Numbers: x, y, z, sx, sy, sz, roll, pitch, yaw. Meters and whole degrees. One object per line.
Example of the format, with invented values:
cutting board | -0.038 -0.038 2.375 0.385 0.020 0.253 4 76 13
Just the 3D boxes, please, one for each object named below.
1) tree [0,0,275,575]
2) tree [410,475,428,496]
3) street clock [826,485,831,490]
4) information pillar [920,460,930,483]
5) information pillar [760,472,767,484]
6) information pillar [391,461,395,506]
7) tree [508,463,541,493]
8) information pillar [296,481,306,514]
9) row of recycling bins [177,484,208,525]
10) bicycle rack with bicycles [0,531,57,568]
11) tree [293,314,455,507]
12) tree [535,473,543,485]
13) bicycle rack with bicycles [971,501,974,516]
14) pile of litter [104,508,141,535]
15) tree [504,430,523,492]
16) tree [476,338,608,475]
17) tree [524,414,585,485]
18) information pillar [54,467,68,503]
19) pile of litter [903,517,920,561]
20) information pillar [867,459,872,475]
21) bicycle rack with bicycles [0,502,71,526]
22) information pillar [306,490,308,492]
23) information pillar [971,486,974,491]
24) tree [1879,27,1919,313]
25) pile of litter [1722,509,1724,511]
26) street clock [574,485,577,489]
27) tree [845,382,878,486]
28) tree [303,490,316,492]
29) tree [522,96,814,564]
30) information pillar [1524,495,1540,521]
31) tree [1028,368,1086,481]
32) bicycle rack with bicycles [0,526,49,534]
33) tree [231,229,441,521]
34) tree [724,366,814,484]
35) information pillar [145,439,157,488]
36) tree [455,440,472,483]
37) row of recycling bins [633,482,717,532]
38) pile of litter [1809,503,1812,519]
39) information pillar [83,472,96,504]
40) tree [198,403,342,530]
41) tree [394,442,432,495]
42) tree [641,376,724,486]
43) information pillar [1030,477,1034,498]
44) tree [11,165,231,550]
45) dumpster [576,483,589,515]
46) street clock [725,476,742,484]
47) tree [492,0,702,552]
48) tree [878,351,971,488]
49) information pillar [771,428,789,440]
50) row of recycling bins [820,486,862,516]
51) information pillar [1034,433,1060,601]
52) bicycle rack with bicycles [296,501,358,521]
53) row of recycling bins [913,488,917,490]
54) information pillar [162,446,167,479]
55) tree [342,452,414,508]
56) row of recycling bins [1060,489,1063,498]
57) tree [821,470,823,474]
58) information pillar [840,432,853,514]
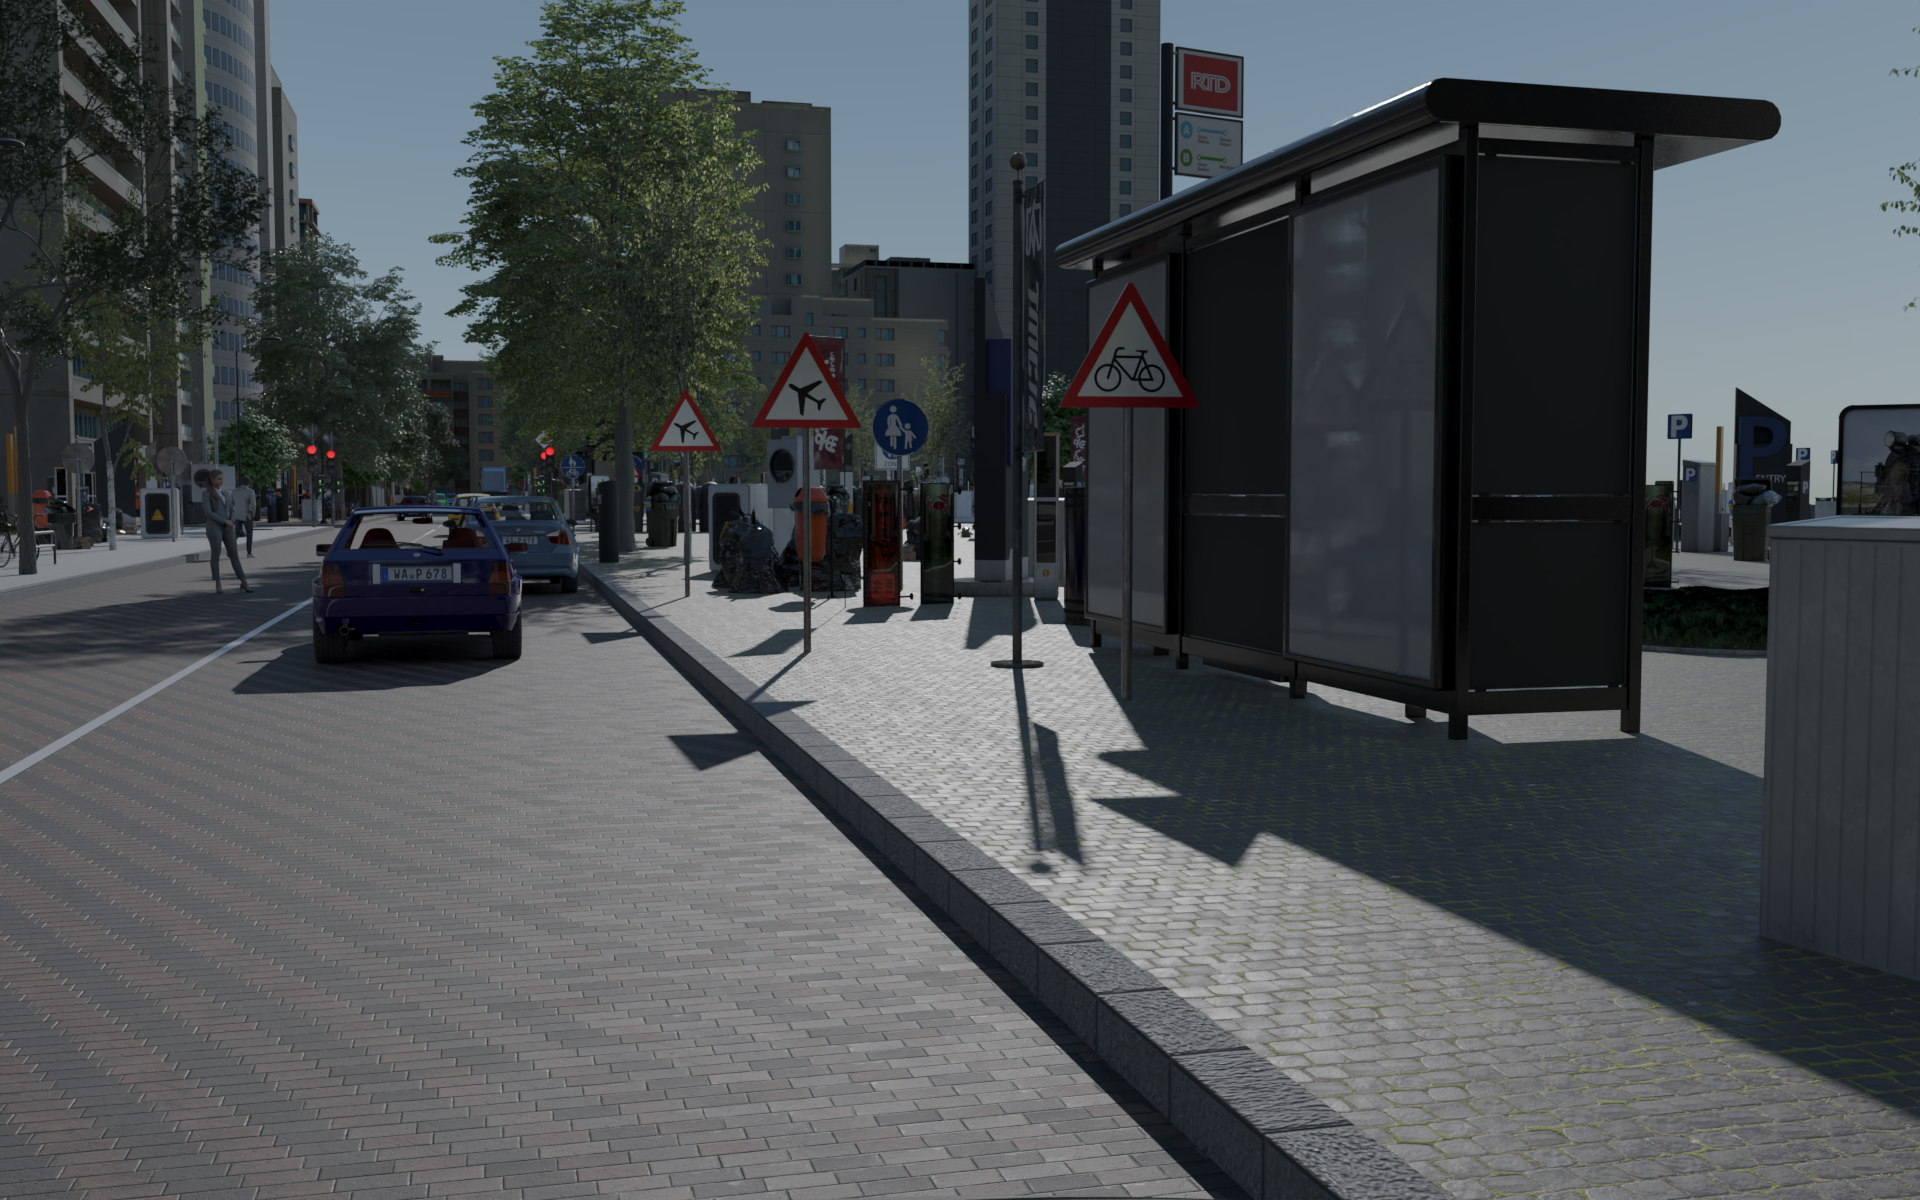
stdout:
tree | -14.860 -5.706 27.706 8.767 10.594 7.601 0 4 2
tree | -59.501 -11.935 189.742 1.663 3.219 1.824 0 3 0
street clock | -10.892 -8.530 144.031 0.471 2.002 0.358 2 4 25
information pillar | -2.303 -7.818 119.186 0.504 3.616 0.183 2 4 31
information pillar | -6.488 -3.266 57.892 0.304 2.012 0.304 -2 4 -31
information pillar | -39.648 -7.935 121.086 0.183 3.616 0.504 -2 4 -34
tree | -39.062 -10.569 156.510 4.285 4.588 4.351 0 3 0
information pillar | -36.549 -5.584 95.790 0.304 2.012 0.304 3 5 42
row of recycling bins | -32.867 -4.095 74.070 1.069 1.692 3.534 -1 4 -14
bicycle rack with bicycles | -17.339 -1.043 30.430 2.852 0.926 2.925 -1 4 -10
tree | -37.973 -11.848 110.725 9.611 12.733 9.660 0 3 0
tree | -30.815 -8.283 130.023 1.663 3.219 1.824 0 3 0
bicycle rack with bicycles | 1.610 -5.193 98.288 2.925 0.926 2.852 3 5 39
pile of litter | -26.464 -2.482 54.549 1.719 0.858 1.176 -2 4 -29
tree | -34.895 -11.736 142.251 4.360 8.622 3.978 0 3 0
tree | -24.757 -10.899 103.948 9.928 11.665 9.643 0 3 0
tree | -28.400 -10.393 120.289 4.737 8.622 4.395 0 3 0
information pillar | -24.690 -2.636 47.592 0.304 2.012 0.304 -2 4 -32
pile of litter | -1.059 -1.223 33.955 1.176 0.858 1.719 -1 4 -10
information pillar | -6.065 -7.660 116.590 0.183 3.616 0.504 -3 4 -37
bicycle rack with bicycles | -40.605 -3.847 76.287 2.852 0.926 2.925 -3 5 -43
information pillar | -44.059 -6.882 117.012 0.304 2.012 0.304 -2 4 -26
information pillar | 1.139 -9.471 159.348 0.304 2.012 0.304 0 4 6
tree | 13.963 -4.408 22.431 4.360 8.622 3.978 0 3 0
pile of litter | 27.639 -3.039 63.650 1.176 0.858 1.719 -2 4 -27
street clock | -31.511 -8.398 141.870 0.358 2.002 0.471 -2 4 -35
tree | -6.423 -9.951 113.060 4.360 8.622 3.978 0 3 0
tree | -46.124 -7.832 122.652 1.663 3.219 1.824 0 3 0
tree | -5.219 -4.966 31.557 4.360 8.622 3.978 0 3 0
information pillar | 13.579 -2.240 41.111 0.304 2.012 0.304 2 4 34
tree | 2.624 -3.765 45.272 4.285 4.588 4.351 0 3 0
bicycle rack with bicycles | -33.678 -2.886 60.576 2.852 0.926 2.925 -2 4 -32
tree | -29.952 -10.793 83.113 9.857 13.997 8.962 0 3 0
tree | -11.063 -9.178 100.418 4.737 8.622 4.395 0 3 0
information pillar | -34.581 -5.062 74.117 0.183 3.616 0.504 2 4 32
tree | -63.418 -17.761 207.399 9.611 12.733 9.660 0 3 0
row of recycling bins | -9.836 -3.161 58.795 3.534 1.692 1.069 -1 4 -13
pile of litter | 39.745 -4.074 80.581 1.176 0.858 1.719 0 4 -6
information pillar | -29.481 -3.315 58.699 0.304 2.012 0.304 -1 4 -11
tree | -25.218 -4.772 61.728 4.285 4.588 4.351 0 3 0
tree | -51.386 -12.829 160.114 4.737 8.622 4.395 0 3 0
tree | -15.181 -8.699 92.597 4.737 8.622 4.395 0 3 0
information pillar | 6.312 -9.819 151.894 0.504 3.616 0.183 -2 4 -34
tree | -19.147 -5.446 39.410 4.737 8.622 4.395 0 3 0
dumpster | -19.163 -5.109 89.295 1.264 1.857 1.865 -1 4 -15
street clock | -8.850 -3.898 68.297 0.358 2.002 0.471 3 4 36
tree | -7.767 -7.333 38.015 7.486 12.596 7.792 0 3 0
tree | -1.447 -8.509 89.486 4.360 8.622 3.978 0 3 0
information pillar | -4.665 -3.270 44.821 0.504 3.616 0.183 -1 4 -12
row of recycling bins | -5.814 -4.761 84.948 3.534 1.692 1.069 2 4 31
information pillar | 1.043 -1.003 20.893 0.304 2.012 0.304 0 4 4
bicycle rack with bicycles | -31.808 -4.486 86.735 2.925 0.926 2.852 0 4 2
row of recycling bins | -3.641 -8.598 147.693 1.069 1.692 3.534 -1 4 -23
information pillar | -39.075 -5.737 85.159 0.183 3.616 0.504 -1 4 -12
tree | -34.023 -6.986 97.941 4.285 4.588 4.351 0 3 0
row of recycling bins | 9.608 -8.818 151.294 3.534 1.692 1.069 3 4 37
tree | -11.168 -11.268 134.597 4.737 8.622 4.395 0 3 0
information pillar | -4.253 -4.506 65.027 0.504 3.616 0.183 -1 4 -18
